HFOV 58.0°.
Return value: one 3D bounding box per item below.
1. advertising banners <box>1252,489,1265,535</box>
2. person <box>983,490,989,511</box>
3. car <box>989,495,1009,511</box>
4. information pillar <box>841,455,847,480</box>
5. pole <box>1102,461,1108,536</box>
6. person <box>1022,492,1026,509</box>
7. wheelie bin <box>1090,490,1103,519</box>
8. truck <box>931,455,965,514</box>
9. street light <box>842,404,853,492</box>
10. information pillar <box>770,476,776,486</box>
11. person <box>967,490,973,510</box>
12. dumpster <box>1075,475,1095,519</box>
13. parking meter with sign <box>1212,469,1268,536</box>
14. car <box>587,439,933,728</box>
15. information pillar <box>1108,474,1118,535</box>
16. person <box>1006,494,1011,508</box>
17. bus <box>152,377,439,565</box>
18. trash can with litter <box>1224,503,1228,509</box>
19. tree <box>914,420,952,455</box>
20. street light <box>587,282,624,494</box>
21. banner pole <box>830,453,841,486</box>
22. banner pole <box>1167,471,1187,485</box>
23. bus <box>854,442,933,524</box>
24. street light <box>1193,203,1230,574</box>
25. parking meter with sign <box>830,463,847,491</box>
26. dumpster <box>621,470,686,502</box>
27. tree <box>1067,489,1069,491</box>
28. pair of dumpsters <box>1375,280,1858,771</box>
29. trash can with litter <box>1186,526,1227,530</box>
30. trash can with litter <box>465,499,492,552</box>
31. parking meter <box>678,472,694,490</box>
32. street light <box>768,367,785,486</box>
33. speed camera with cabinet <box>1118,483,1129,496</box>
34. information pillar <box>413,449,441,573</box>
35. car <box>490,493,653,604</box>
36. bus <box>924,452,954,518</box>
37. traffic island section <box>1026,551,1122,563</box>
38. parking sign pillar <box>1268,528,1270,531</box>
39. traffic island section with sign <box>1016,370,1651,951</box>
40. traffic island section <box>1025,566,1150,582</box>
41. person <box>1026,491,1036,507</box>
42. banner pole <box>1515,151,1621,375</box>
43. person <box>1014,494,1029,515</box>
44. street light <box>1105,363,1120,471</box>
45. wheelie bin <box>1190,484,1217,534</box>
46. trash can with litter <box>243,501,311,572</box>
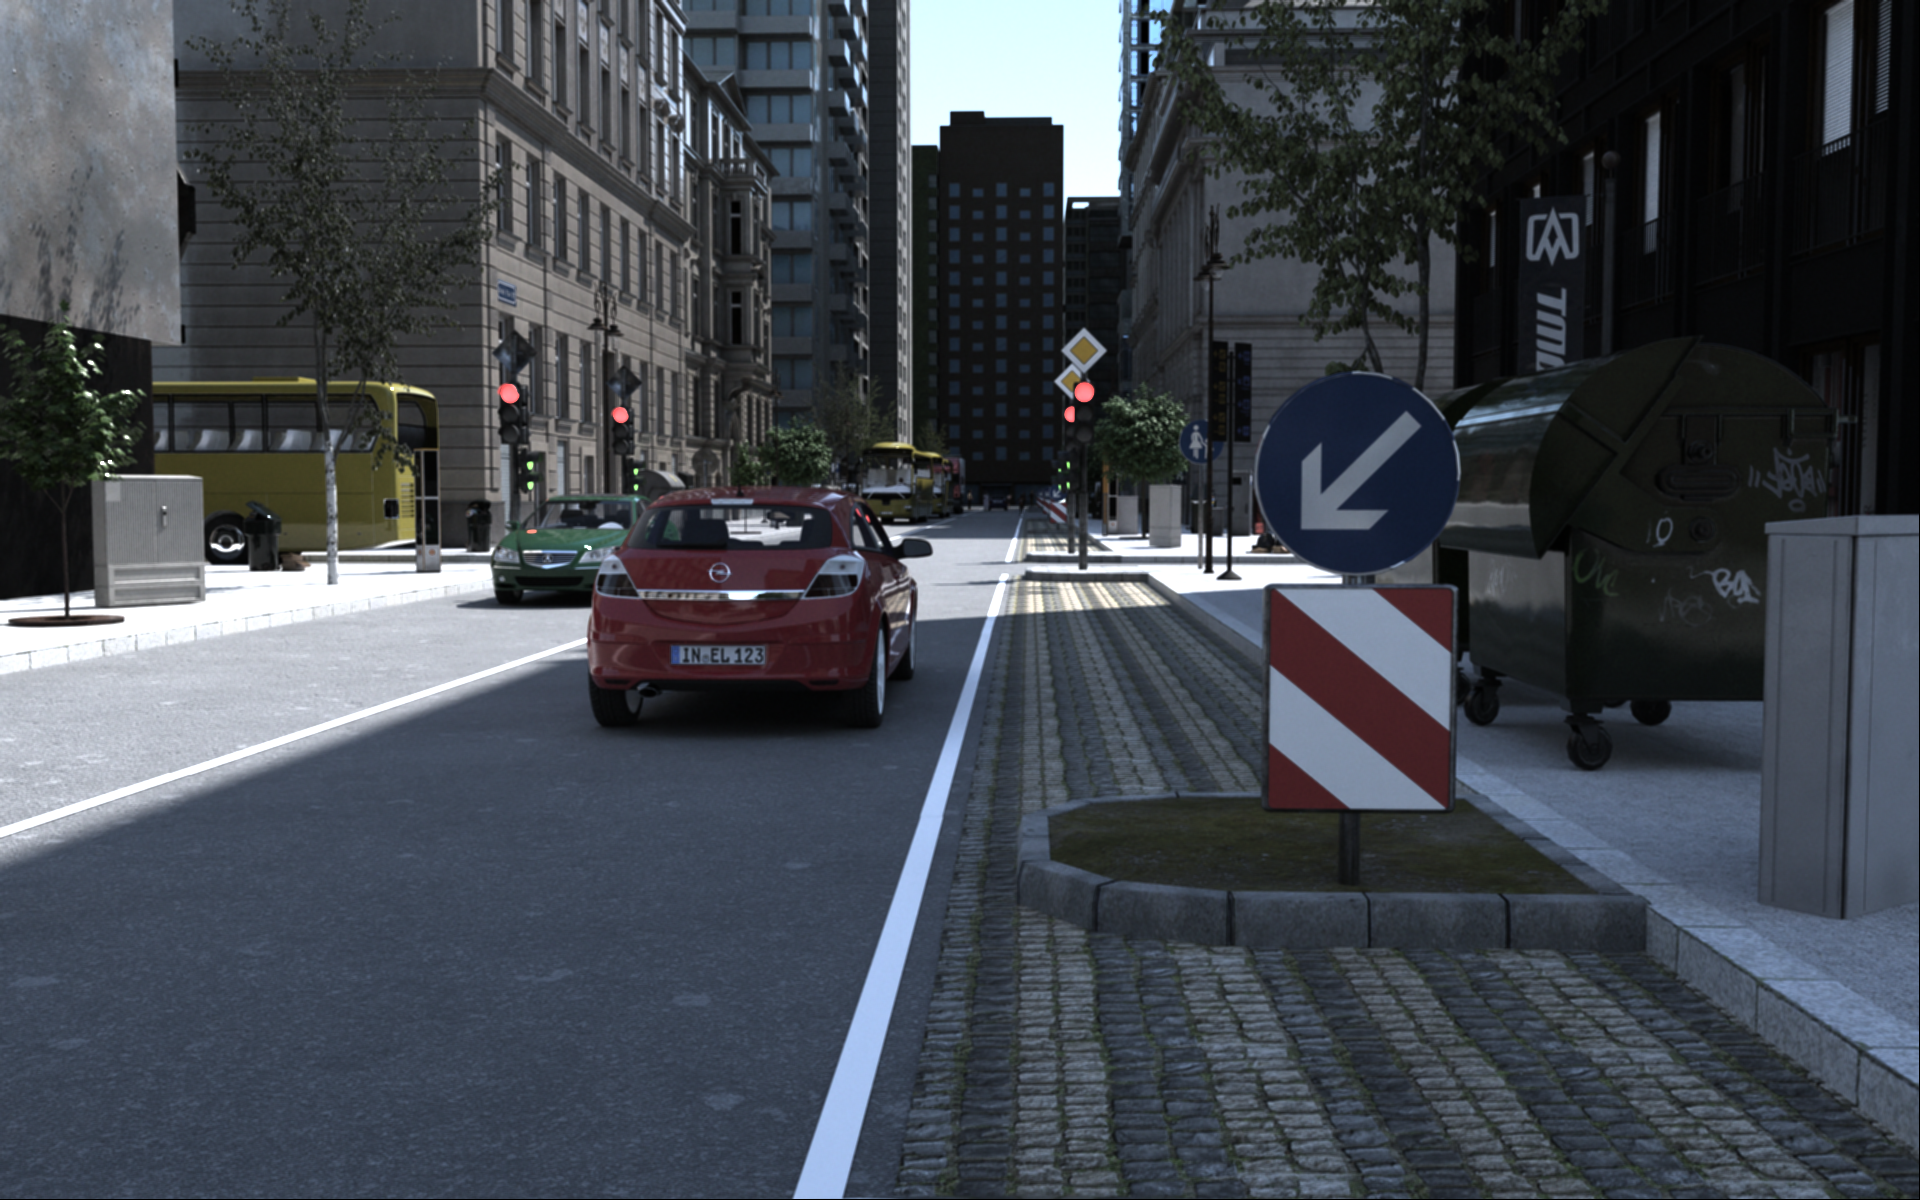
[{"bbox_3d":[9.316,-3.539,54.055,2.074,3.025,0.090,-2,4,-32],"label":"advertising banners"},{"bbox_3d":[2.174,-8.328,145.329,0.551,1.740,0.621,-1,4,-13],"label":"person"},{"bbox_3d":[3.293,-8.511,151.729,1.945,1.354,3.894,0,4,0],"label":"car"},{"bbox_3d":[-6.869,-6.807,102.641,0.504,3.616,0.183,1,4,11],"label":"information pillar"},{"bbox_3d":[4.424,-3.598,52.673,0.158,3.312,0.155,0,3,0],"label":"pole"},{"bbox_3d":[6.158,-9.541,165.966,0.415,1.643,0.593,0,4,2],"label":"person"},{"bbox_3d":[7.071,-4.943,88.724,0.693,1.594,0.980,2,4,30],"label":"wheelie bin"},{"bbox_3d":[-1.024,-8.361,125.622,2.839,4.237,11.283,0,4,2],"label":"truck"},{"bbox_3d":[-5.757,-7.082,88.571,0.468,5.910,1.993,0,4,2],"label":"street light"},{"bbox_3d":[-7.125,-3.781,66.319,0.304,2.012,0.304,0,4,-8],"label":"information pillar"},{"bbox_3d":[0.902,-9.048,156.437,0.705,1.823,1.348,1,4,17],"label":"person"},{"bbox_3d":[6.632,-5.377,90.411,1.502,2.255,1.985,0,4,2],"label":"dumpster"},{"bbox_3d":[8.526,-3.456,52.771,1.738,3.016,0.543,1,4,19],"label":"parking meter with sign"},{"bbox_3d":[-1.296,-0.189,12.138,2.155,1.783,4.494,0,4,2],"label":"car"},{"bbox_3d":[4.774,-3.047,54.308,0.304,2.012,0.304,0,4,-3],"label":"information pillar"},{"bbox_3d":[4.985,-10.129,177.292,0.799,1.438,0.628,1,4,22],"label":"person"},{"bbox_3d":[-16.638,-2.593,33.942,12.252,3.916,2.896,0,4,2],"label":"bus"},{"bbox_3d":[9.107,-2.768,56.643,0.624,1.170,1.055,2,4,32],"label":"trash can with litter"},{"bbox_3d":[-2.606,-13.562,172.103,4.737,8.622,4.395,0,3,0],"label":"tree"},{"bbox_3d":[-7.715,-3.980,37.865,0.468,5.910,1.993,0,4,2],"label":"street light"},{"bbox_3d":[-7.091,-6.593,97.808,0.863,3.779,0.401,0,4,0],"label":"banner pole"},{"bbox_3d":[7.428,-4.268,59.801,0.863,3.779,0.401,1,4,9],"label":"banner pole"},{"bbox_3d":[-3.042,-5.757,85.680,2.896,3.916,12.252,0,4,4],"label":"bus"},{"bbox_3d":[4.030,-3.369,27.872,0.468,5.910,1.993,0,4,2],"label":"street light"},{"bbox_3d":[-6.556,-6.094,95.906,0.543,3.016,1.738,-2,4,-32],"label":"parking meter with sign"},{"bbox_3d":[-7.461,-2.226,42.147,1.264,1.857,1.865,0,4,2],"label":"dumpster"},{"bbox_3d":[9.067,-8.712,137.039,1.663,3.219,1.824,0,3,0],"label":"tree"},{"bbox_3d":[3.412,-0.457,9.963,1.574,2.255,4.437,0,4,2],"label":"pair of dumpsters"},{"bbox_3d":[8.710,-3.149,62.547,1.678,1.210,2.233,0,4,1],"label":"trash can with litter"},{"bbox_3d":[-10.752,-1.649,38.347,0.624,1.170,1.055,-2,4,-31],"label":"trash can with litter"},{"bbox_3d":[-7.106,-2.401,44.975,0.399,1.863,0.255,3,4,37],"label":"parking meter"},{"bbox_3d":[-6.688,-5.531,63.216,0.468,5.910,1.993,0,4,2],"label":"street light"},{"bbox_3d":[7.202,-5.199,79.334,0.660,3.252,2.038,1,4,21],"label":"speed camera with cabinet"},{"bbox_3d":[-8.665,-1.449,28.182,0.304,2.012,0.304,-3,5,-42],"label":"information pillar"},{"bbox_3d":[-5.095,-0.755,24.142,2.131,1.459,4.920,0,4,2],"label":"car"},{"bbox_3d":[-1.934,-6.942,105.045,2.896,3.916,12.252,0,4,2],"label":"bus"},{"bbox_3d":[2.424,-0.921,37.347,2.009,0.180,2.903,0,4,2],"label":"traffic island section"},{"bbox_3d":[11.083,-4.362,59.787,1.447,3.967,1.447,0,4,5],"label":"parking sign pillar"},{"bbox_3d":[1.207,0.138,6.379,1.989,1.847,2.006,0,4,2],"label":"traffic island section with sign"},{"bbox_3d":[2.108,-0.433,29.368,2.009,0.180,2.903,0,4,2],"label":"traffic island section"},{"bbox_3d":[7.437,-10.499,180.682,1.217,1.766,0.721,-2,4,-32],"label":"person"},{"bbox_3d":[4.538,-1.396,12.837,0.863,3.779,0.401,1,4,21],"label":"banner pole"},{"bbox_3d":[4.172,-6.481,117.729,1.065,1.426,0.557,1,4,18],"label":"person"},{"bbox_3d":[5.368,-5.389,60.905,0.468,5.910,1.993,0,4,2],"label":"street light"},{"bbox_3d":[7.870,-2.943,56.026,0.980,1.594,0.693,3,4,38],"label":"wheelie bin"},{"bbox_3d":[-11.385,-1.072,28.910,1.055,1.170,0.624,0,4,4],"label":"trash can with litter"}]
